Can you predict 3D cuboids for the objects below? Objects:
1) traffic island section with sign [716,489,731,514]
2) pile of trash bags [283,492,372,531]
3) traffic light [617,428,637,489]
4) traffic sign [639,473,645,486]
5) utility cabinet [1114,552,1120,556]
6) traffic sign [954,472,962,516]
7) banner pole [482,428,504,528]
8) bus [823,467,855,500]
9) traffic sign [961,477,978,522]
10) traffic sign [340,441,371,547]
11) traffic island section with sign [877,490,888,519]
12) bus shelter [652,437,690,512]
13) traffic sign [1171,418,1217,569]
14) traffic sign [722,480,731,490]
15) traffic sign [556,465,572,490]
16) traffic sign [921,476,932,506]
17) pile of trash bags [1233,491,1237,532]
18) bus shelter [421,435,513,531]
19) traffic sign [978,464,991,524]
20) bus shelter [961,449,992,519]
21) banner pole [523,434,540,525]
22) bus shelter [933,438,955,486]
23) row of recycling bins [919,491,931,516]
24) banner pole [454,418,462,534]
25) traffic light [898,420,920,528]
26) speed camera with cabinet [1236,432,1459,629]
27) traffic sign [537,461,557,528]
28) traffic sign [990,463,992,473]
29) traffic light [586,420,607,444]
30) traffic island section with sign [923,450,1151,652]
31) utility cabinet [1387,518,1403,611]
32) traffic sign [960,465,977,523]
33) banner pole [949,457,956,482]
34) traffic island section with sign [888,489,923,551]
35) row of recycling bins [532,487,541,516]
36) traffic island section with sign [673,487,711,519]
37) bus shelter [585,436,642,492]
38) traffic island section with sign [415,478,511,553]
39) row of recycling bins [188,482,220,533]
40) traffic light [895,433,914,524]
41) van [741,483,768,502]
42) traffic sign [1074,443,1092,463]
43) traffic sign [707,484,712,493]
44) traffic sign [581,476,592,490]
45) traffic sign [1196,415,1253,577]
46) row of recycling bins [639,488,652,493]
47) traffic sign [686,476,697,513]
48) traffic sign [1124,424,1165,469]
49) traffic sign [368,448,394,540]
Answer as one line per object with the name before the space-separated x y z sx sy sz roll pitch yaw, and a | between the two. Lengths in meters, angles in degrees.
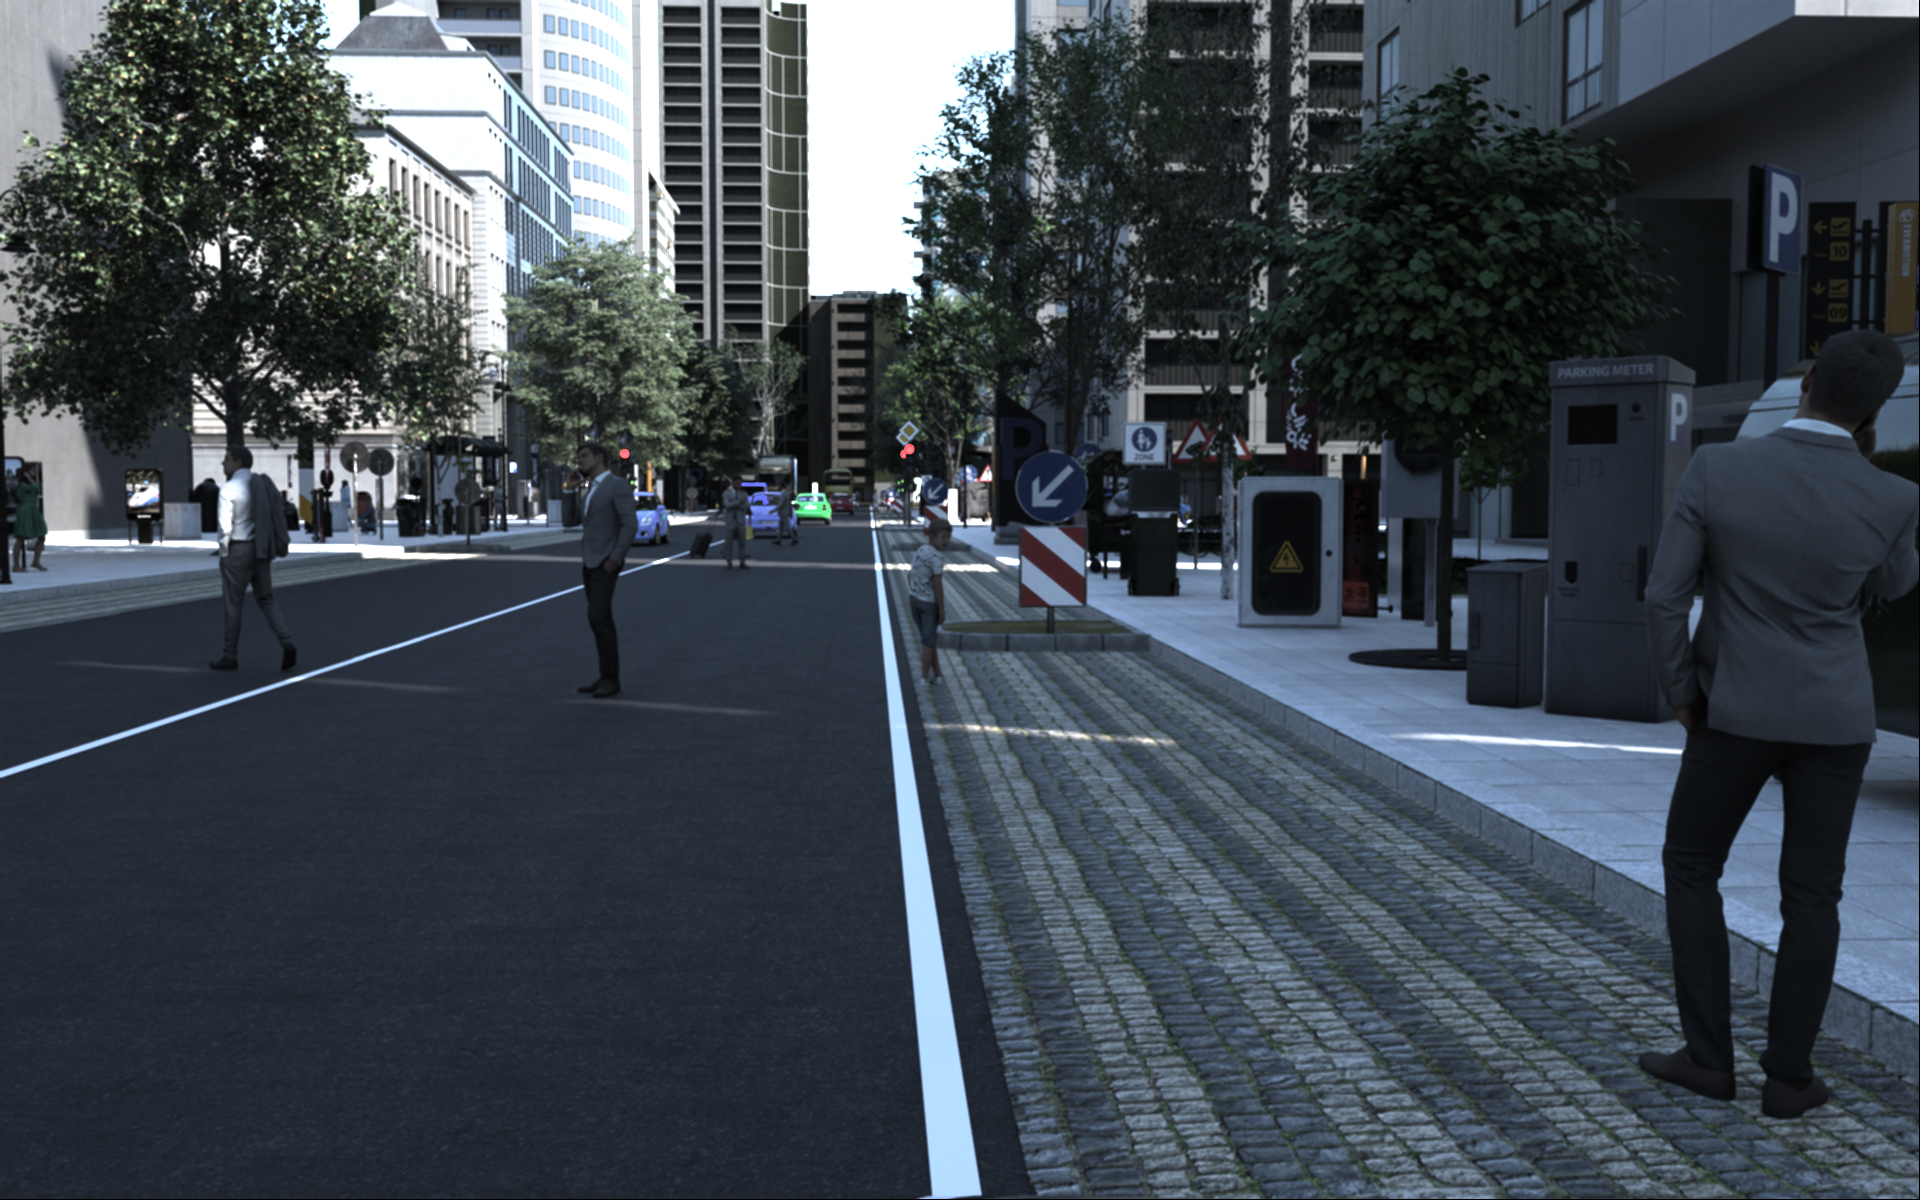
traffic island section with sign | -16.532 -7.113 124.931 1.989 1.847 2.006 0 4 -3
pile of trash bags | -22.704 -3.171 61.593 3.447 1.369 1.912 -1 4 -15
traffic light | -14.115 -5.160 73.293 0.839 4.253 0.868 0 4 -3
traffic sign | -19.640 -6.463 105.776 0.768 2.556 0.104 0 4 4
utility cabinet | 3.483 -1.483 35.414 0.306 1.237 1.020 -1 4 -19
traffic sign | -0.178 -6.107 99.952 0.768 2.556 0.104 0 3 0
banner pole | -17.638 -4.621 65.573 0.863 3.779 0.401 -1 4 -19
bus | -11.188 -10.303 160.006 2.896 3.916 12.252 0 4 -3
traffic sign | 0.475 -4.888 79.930 0.884 2.594 0.081 0 4 -1
traffic sign | -14.606 -2.552 41.833 0.768 2.556 0.104 0 4 3
traffic island section with sign | -3.606 -5.503 98.605 1.989 1.847 2.006 0 4 -3
bus shelter | -21.041 -9.017 125.065 2.179 5.291 8.768 0 4 -3
traffic sign | 4.026 -1.805 29.517 0.884 2.594 0.081 0 4 0
traffic sign | -19.991 -9.065 148.319 0.768 2.556 0.104 0 4 6
traffic sign | -17.323 -4.627 75.763 0.768 2.556 0.104 0 4 -2
traffic sign | -1.819 -5.664 94.741 0.606 2.300 0.079 0 4 3
pile of trash bags | 8.406 -2.338 47.986 1.912 1.369 3.447 -1 4 -20
bus shelter | -17.587 -4.171 62.124 2.014 3.302 5.546 0 4 -3
traffic sign | 1.214 -4.600 75.219 0.884 2.594 0.081 0 4 -1
bus shelter | 0.828 -6.260 93.634 1.731 3.624 6.357 0 4 -3
banner pole | -17.925 -5.046 72.524 0.863 3.779 0.401 2 4 26
bus shelter | -1.296 -8.832 122.038 2.179 5.291 8.768 0 4 -3
row of recycling bins | -1.914 -5.877 103.203 1.069 1.692 3.534 0 4 1
banner pole | -16.028 -4.007 55.538 0.401 3.779 0.863 -1 4 -21
traffic light | -1.952 -4.711 65.949 0.839 4.253 0.868 0 4 -3
speed camera with cabinet | 3.704 -1.363 16.624 2.038 3.252 0.660 0 4 8
traffic sign | -15.734 -4.028 65.961 0.768 2.556 0.104 0 4 -1
traffic sign | 1.439 -3.719 60.919 0.768 2.556 0.104 0 4 0
traffic light | -13.696 -4.673 65.319 0.839 4.253 0.868 0 4 -3
traffic island section with sign | 0.694 -0.486 16.574 1.989 1.847 2.006 0 4 -3
utility cabinet | 5.020 -0.504 19.400 0.306 1.237 1.020 0 4 5
traffic sign | 0.380 -4.666 76.397 0.768 2.556 0.104 0 4 2
banner pole | -0.507 -7.773 117.104 0.401 3.779 0.863 3 5 41
traffic island section with sign | -0.753 -2.167 44.059 1.989 1.847 2.006 0 4 -3
row of recycling bins | -25.282 -5.808 102.071 1.069 1.692 3.534 -1 4 -19
traffic island section with sign | -15.126 -5.467 98.012 1.989 1.847 2.006 0 4 -3
bus shelter | -19.350 -7.271 96.520 2.179 5.291 8.768 0 4 -3
traffic island section with sign | -12.224 -2.091 42.814 1.989 1.847 2.006 0 4 -3
row of recycling bins | -25.700 -3.117 58.069 3.534 1.692 1.069 0 4 -1
traffic light | -2.370 -5.199 73.923 0.839 4.253 0.868 0 4 -3
van | -11.462 -5.539 94.953 2.240 2.365 5.245 0 4 -5
traffic sign | 3.211 -2.646 43.369 0.768 2.556 0.104 0 4 -1
traffic sign | -21.664 -9.070 148.395 0.768 2.556 0.104 0 4 1
traffic sign | -19.376 -5.369 89.911 0.606 2.300 0.079 0 4 -3
traffic sign | 4.074 -1.637 26.761 0.884 2.594 0.081 0 4 2
row of recycling bins | -21.601 -6.605 115.099 1.069 1.692 3.534 -3 5 -41
traffic sign | -18.561 -7.305 119.541 0.768 2.556 0.104 0 4 7
traffic sign | 2.620 -1.380 24.696 0.606 2.300 0.079 0 4 0
traffic sign | -16.125 -2.942 48.213 0.768 2.556 0.104 0 4 2
